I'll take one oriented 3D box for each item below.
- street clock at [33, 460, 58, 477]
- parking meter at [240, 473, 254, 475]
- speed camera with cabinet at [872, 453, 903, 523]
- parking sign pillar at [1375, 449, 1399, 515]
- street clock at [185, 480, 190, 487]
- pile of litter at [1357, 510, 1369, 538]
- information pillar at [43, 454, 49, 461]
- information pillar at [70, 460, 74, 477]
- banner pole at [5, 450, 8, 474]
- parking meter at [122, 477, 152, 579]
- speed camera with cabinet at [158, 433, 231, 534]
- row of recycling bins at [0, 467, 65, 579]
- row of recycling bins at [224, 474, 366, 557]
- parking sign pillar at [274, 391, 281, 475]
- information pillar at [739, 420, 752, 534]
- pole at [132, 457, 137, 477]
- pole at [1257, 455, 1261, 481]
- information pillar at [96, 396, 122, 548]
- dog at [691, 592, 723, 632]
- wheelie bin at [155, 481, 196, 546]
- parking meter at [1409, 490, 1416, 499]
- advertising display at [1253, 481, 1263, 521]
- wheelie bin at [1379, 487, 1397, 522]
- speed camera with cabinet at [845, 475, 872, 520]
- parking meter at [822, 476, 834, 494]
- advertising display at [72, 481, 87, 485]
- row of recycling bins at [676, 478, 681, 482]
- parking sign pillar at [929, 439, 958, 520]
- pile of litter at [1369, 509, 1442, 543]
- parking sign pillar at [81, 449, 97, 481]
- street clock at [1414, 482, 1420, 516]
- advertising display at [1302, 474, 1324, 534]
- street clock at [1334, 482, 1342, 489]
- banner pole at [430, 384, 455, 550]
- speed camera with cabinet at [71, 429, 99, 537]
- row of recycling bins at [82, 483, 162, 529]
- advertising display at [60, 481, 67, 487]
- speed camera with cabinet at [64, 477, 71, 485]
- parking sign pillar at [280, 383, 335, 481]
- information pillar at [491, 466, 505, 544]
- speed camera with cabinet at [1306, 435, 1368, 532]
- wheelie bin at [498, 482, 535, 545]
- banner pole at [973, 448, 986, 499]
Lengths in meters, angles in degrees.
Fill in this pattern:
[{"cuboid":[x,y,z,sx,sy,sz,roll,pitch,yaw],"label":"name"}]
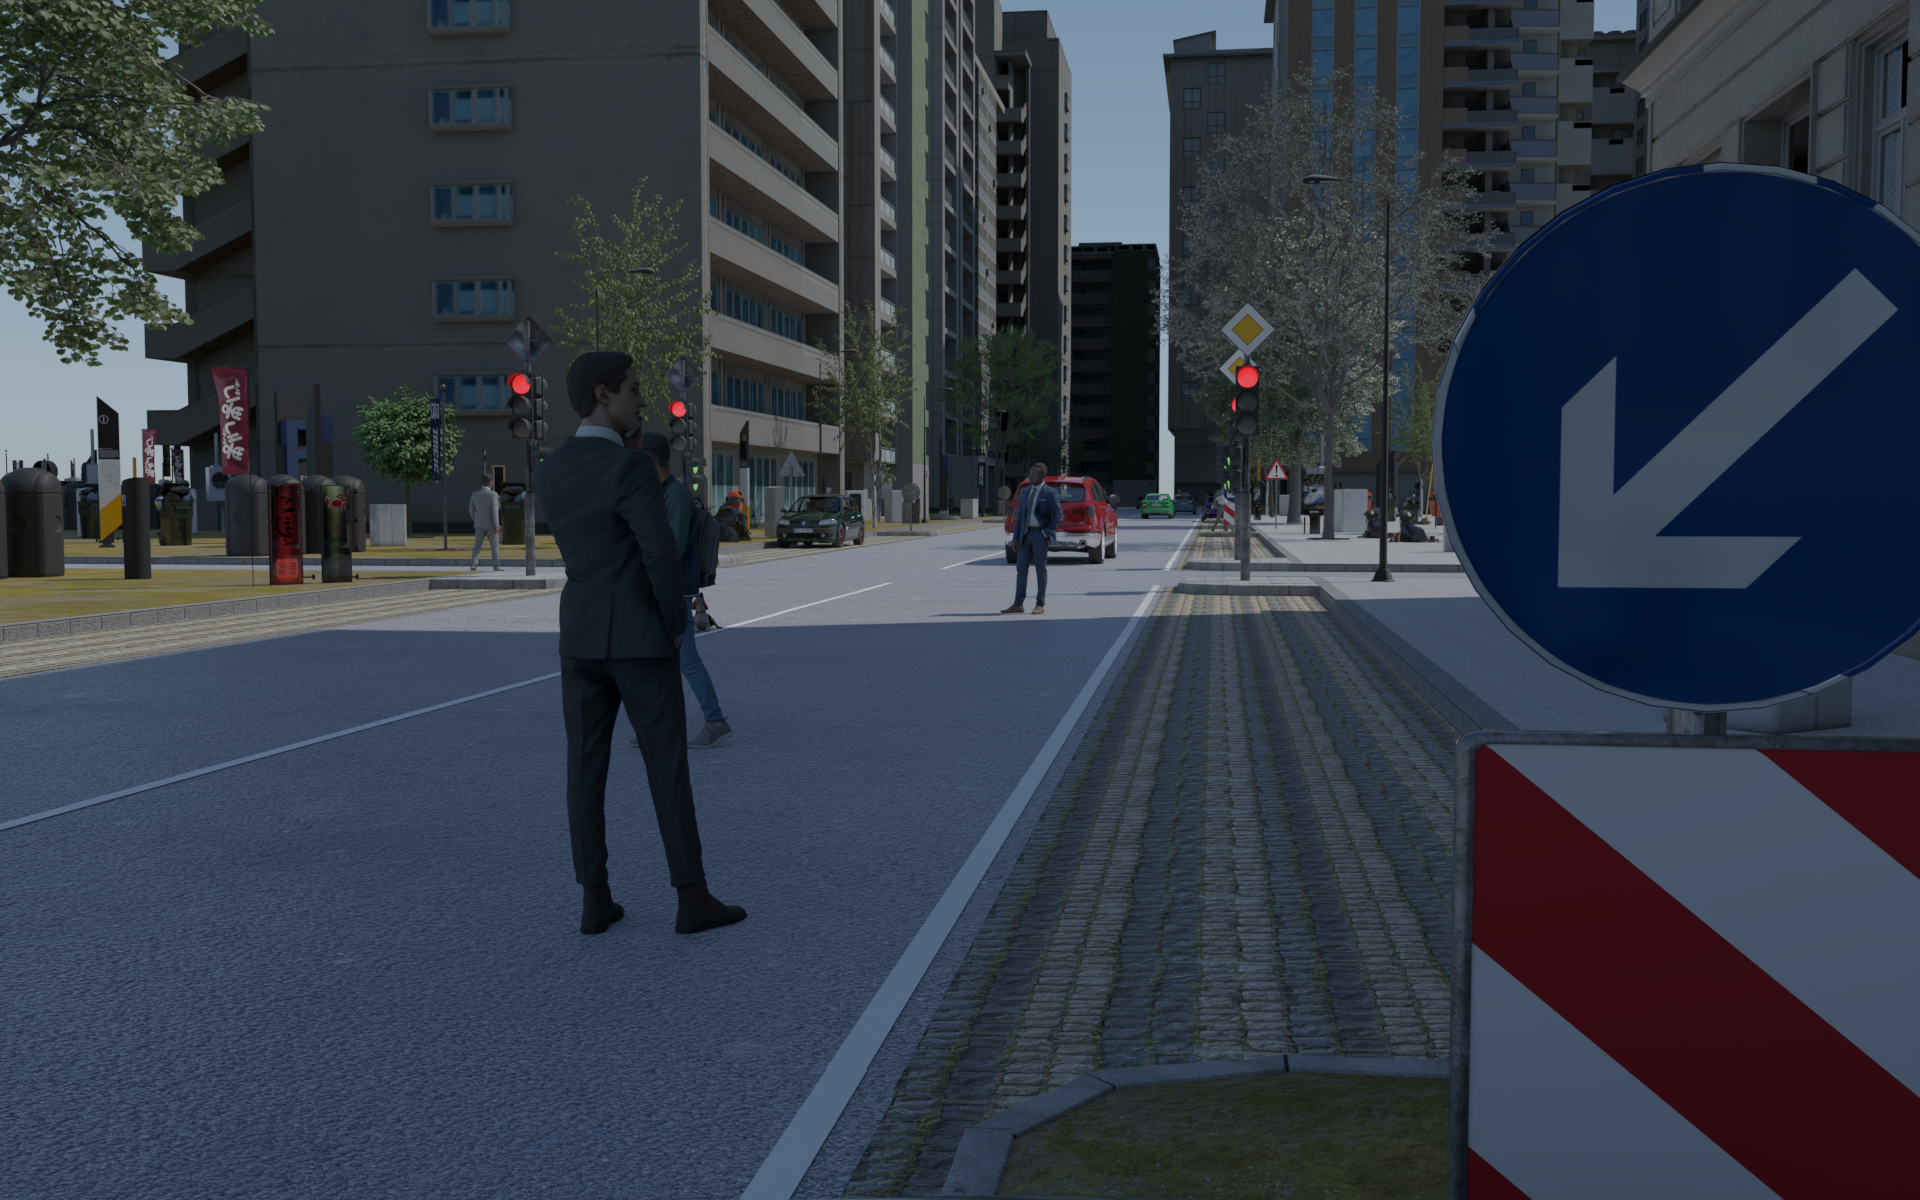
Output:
[{"cuboid":[-19.659,-1.999,37.259,0.471,2.002,0.358,1,4,11],"label":"street clock"},{"cuboid":[-18.681,-2.434,45.513,0.255,1.863,0.399,1,4,12],"label":"parking meter"},{"cuboid":[-3.186,-5.144,78.432,0.660,3.252,2.038,-1,4,-23],"label":"speed camera with cabinet"},{"cuboid":[25.714,-7.085,104.313,1.447,3.967,1.447,-3,5,-43],"label":"parking sign pillar"},{"cuboid":[-39.944,-5.177,89.220,0.358,2.002,0.471,3,5,40],"label":"street clock"},{"cuboid":[12.236,-2.236,50.520,1.176,0.858,1.719,0,4,-5],"label":"pile of litter"},{"cuboid":[-53.112,-6.704,100.965,0.183,3.616,0.504,-2,4,-25],"label":"information pillar"},{"cuboid":[-61.078,-7.822,119.236,0.183,3.616,0.504,-1,4,-8],"label":"information pillar"},{"cuboid":[-53.943,-6.609,98.068,0.401,3.779,0.863,-2,4,-26],"label":"banner pole"},{"cuboid":[-12.426,-1.084,26.136,0.372,1.533,0.369,0,3,0],"label":"parking meter"},{"cuboid":[-24.608,-3.758,55.775,2.038,3.252,0.660,-2,4,-34],"label":"speed camera with cabinet"},{"cuboid":[-15.102,-1.139,25.730,1.069,1.692,3.534,2,4,33],"label":"row of recycling bins"},{"cuboid":[-14.109,-1.830,37.033,1.069,1.692,3.534,2,4,25],"label":"row of recycling bins"},{"cuboid":[-17.347,-3.500,45.702,1.447,3.967,1.447,3,5,39],"label":"parking sign pillar"},{"cuboid":[-6.853,-3.903,55.165,0.183,3.616,0.504,-3,4,-37],"label":"information pillar"},{"cuboid":[-45.731,-6.249,96.019,0.158,3.312,0.155,0,3,0],"label":"pole"},{"cuboid":[15.505,-5.878,89.953,0.158,3.312,0.155,0,3,0],"label":"pole"},{"cuboid":[-20.354,-3.062,41.411,0.504,3.616,0.183,-2,4,-34],"label":"information pillar"},{"cuboid":[-2.646,0.117,18.283,0.550,0.427,0.748,3,4,37],"label":"dog"},{"cuboid":[-19.441,-2.148,43.035,0.693,1.594,0.980,3,4,37],"label":"wheelie bin"},{"cuboid":[27.836,-6.005,106.592,0.372,1.533,0.369,0,3,0],"label":"parking meter"},{"cuboid":[14.509,-4.842,84.385,0.123,1.923,0.974,-1,4,-10],"label":"advertising display"},{"cuboid":[19.832,-4.430,80.334,0.693,1.594,0.980,-1,4,-11],"label":"wheelie bin"},{"cuboid":[-4.588,-5.374,82.203,2.038,3.252,0.660,-2,4,-29],"label":"speed camera with cabinet"},{"cuboid":[-4.407,-3.176,57.646,0.399,1.863,0.255,-2,4,-31],"label":"parking meter"},{"cuboid":[-42.811,-4.854,84.570,0.123,1.923,0.974,2,4,35],"label":"advertising display"},{"cuboid":[-8.314,-2.280,44.391,3.534,1.692,1.069,2,4,31],"label":"row of recycling bins"},{"cuboid":[-0.800,-5.943,85.633,1.447,3.967,1.447,0,4,1],"label":"parking sign pillar"},{"cuboid":[12.068,-1.983,46.384,1.176,0.858,1.719,-2,4,-31],"label":"pile of litter"},{"cuboid":[-52.268,-7.066,103.996,1.447,3.967,1.447,0,4,-2],"label":"parking sign pillar"},{"cuboid":[27.146,-5.997,102.626,0.471,2.002,0.358,-2,4,-35],"label":"street clock"},{"cuboid":[11.416,-3.086,55.674,0.123,1.923,0.974,-3,4,-38],"label":"advertising display"},{"cuboid":[22.599,-6.055,103.573,0.471,2.002,0.358,-3,4,-36],"label":"street clock"},{"cuboid":[-11.951,-3.042,39.761,0.401,3.779,0.863,-3,5,-44],"label":"banner pole"},{"cuboid":[-26.075,-3.538,52.186,0.660,3.252,2.038,-1,4,-14],"label":"speed camera with cabinet"},{"cuboid":[-30.653,-3.412,62.907,1.069,1.692,3.534,3,5,44],"label":"row of recycling bins"},{"cuboid":[-43.152,-4.739,82.704,0.974,1.923,0.123,-3,4,-38],"label":"advertising display"},{"cuboid":[-49.253,-6.151,94.896,2.038,3.252,0.660,0,4,5],"label":"speed camera with cabinet"},{"cuboid":[-15.788,-3.318,42.717,1.447,3.967,1.447,-2,4,-30],"label":"parking sign pillar"},{"cuboid":[-11.926,-2.463,44.769,0.304,2.012,0.304,-1,4,-22],"label":"information pillar"},{"cuboid":[12.636,-3.897,58.053,2.038,3.252,0.660,-1,4,-18],"label":"speed camera with cabinet"},{"cuboid":[-11.268,-2.201,43.896,0.980,1.594,0.693,0,4,-5],"label":"wheelie bin"},{"cuboid":[0.992,-6.321,93.363,0.863,3.779,0.401,1,4,15],"label":"banner pole"}]
